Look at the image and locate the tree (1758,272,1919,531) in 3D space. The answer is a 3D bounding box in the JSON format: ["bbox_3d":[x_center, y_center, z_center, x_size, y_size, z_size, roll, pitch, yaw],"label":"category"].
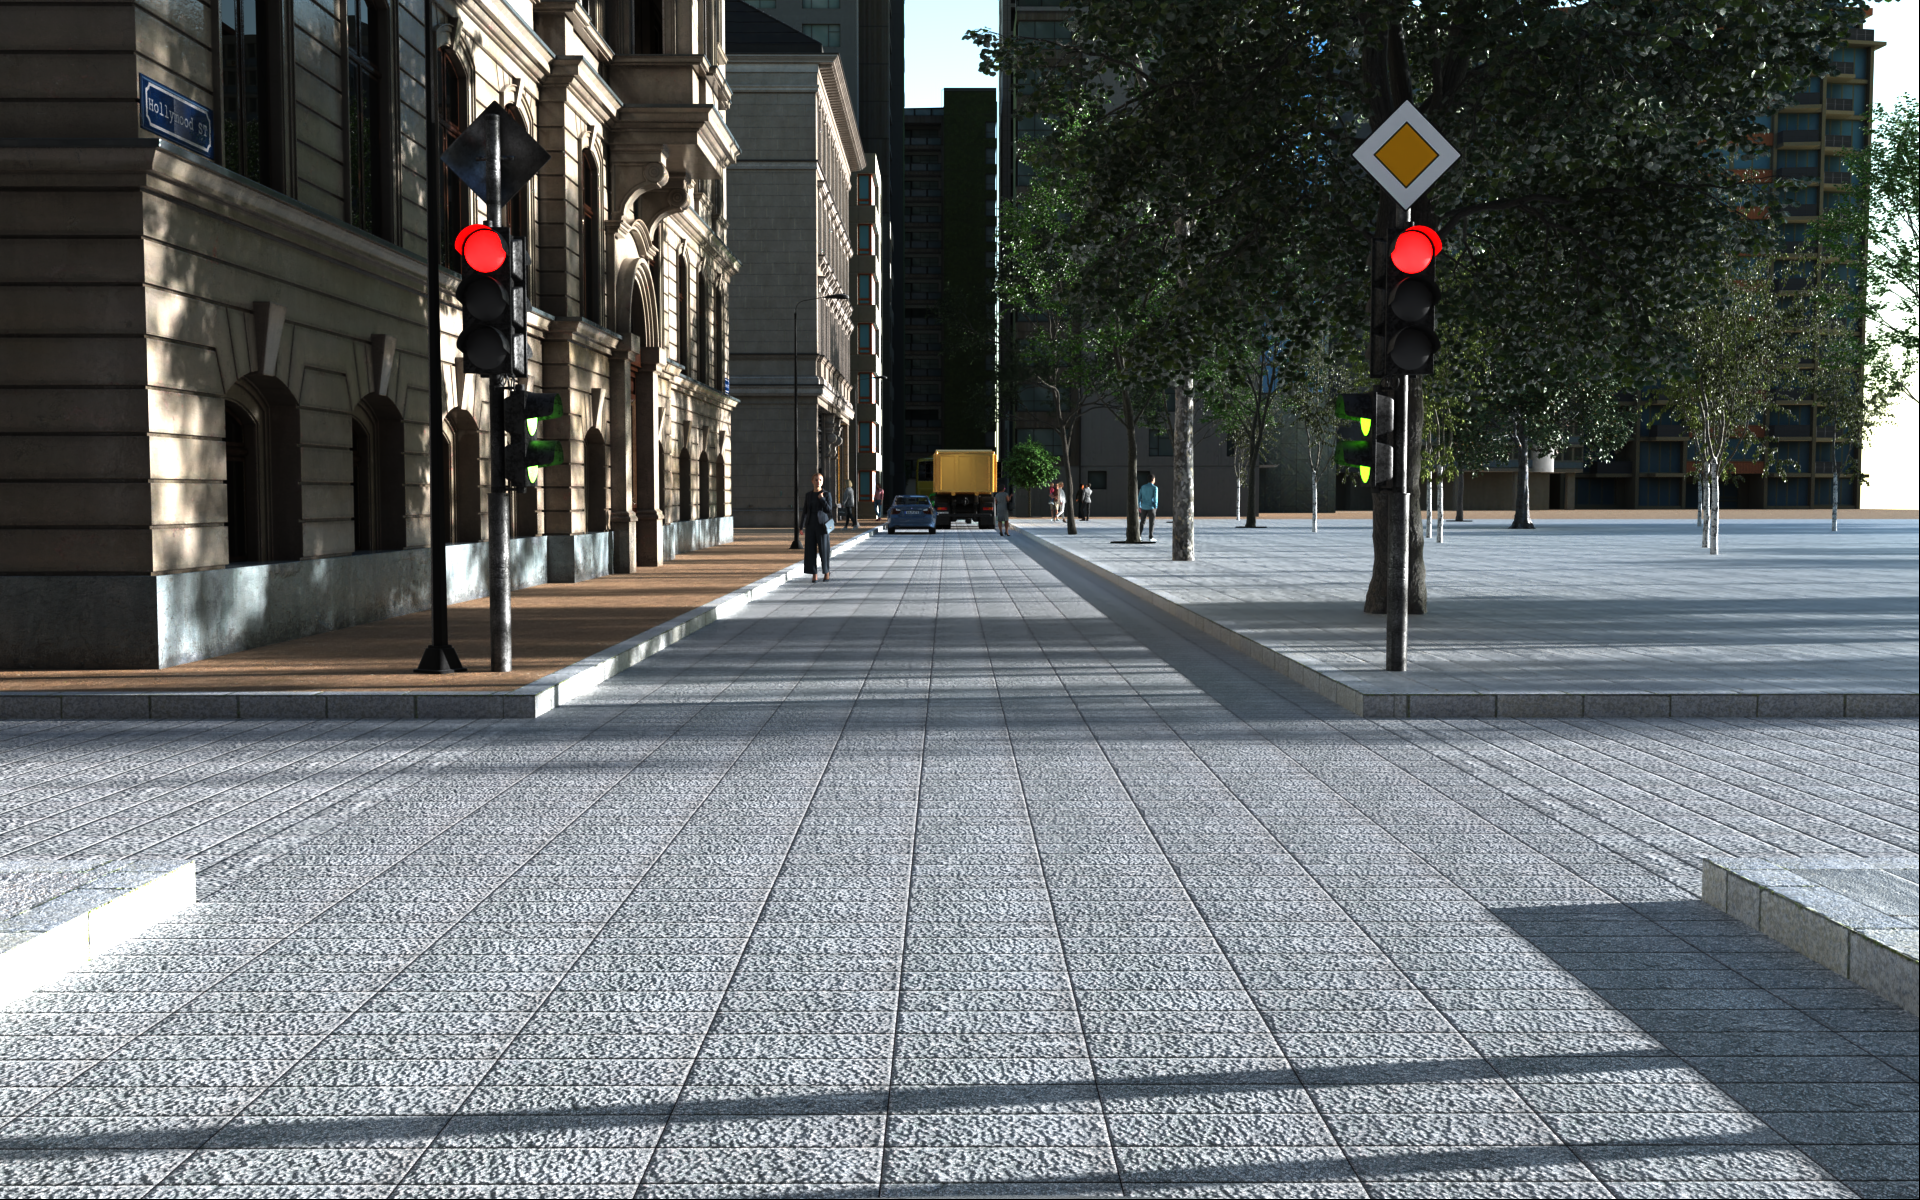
[{"bbox_3d":[30.498,-6.684,59.644,4.360,8.622,3.978,0,3,0],"label":"tree"}]

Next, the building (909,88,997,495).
[{"bbox_3d":[-3.329,-30.240,178.015,14.086,41.232,14.154,0,4,0],"label":"building"}]

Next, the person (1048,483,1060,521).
[{"bbox_3d":[4.508,-4.714,83.084,0.580,1.828,0.573,-2,4,-33],"label":"person"}]

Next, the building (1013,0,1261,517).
[{"bbox_3d":[10.135,-20.346,104.352,14.160,30.474,14.107,0,4,0],"label":"building"}]

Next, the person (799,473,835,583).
[{"bbox_3d":[-2.330,-1.177,28.171,0.576,1.772,0.534,0,4,-4],"label":"person"}]

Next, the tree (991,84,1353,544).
[{"bbox_3d":[4.367,-7.281,44.795,9.928,11.665,9.643,0,3,0],"label":"tree"}]

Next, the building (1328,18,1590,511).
[{"bbox_3d":[38.170,-27.852,147.265,23.993,40.220,32.217,0,4,0],"label":"building"}]

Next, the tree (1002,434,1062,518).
[{"bbox_3d":[3.743,-6.804,94.961,4.285,4.588,4.351,0,3,0],"label":"tree"}]

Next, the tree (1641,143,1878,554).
[{"bbox_3d":[16.057,-5.260,36.367,4.360,8.622,3.978,0,3,0],"label":"tree"}]

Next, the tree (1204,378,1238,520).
[{"bbox_3d":[13.926,-8.235,85.003,4.360,8.622,3.978,0,3,0],"label":"tree"}]

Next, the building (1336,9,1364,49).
[{"bbox_3d":[35.499,-45.374,180.123,20.611,71.187,20.563,0,4,0],"label":"building"}]

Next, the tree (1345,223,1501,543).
[{"bbox_3d":[12.452,-5.817,45.476,4.737,8.622,4.395,0,3,0],"label":"tree"}]

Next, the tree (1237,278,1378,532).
[{"bbox_3d":[12.022,-6.582,57.974,4.360,8.622,3.978,0,3,0],"label":"tree"}]

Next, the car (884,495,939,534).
[{"bbox_3d":[-1.757,-3.129,63.164,2.014,1.417,4.499,0,4,-2],"label":"car"}]

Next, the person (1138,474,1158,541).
[{"bbox_3d":[5.088,-2.516,47.197,0.660,1.820,0.620,2,4,33],"label":"person"}]

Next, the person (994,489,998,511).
[{"bbox_3d":[2.854,-7.636,131.624,0.721,1.736,1.217,2,4,26],"label":"person"}]

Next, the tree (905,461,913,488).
[{"bbox_3d":[-5.399,-9.589,140.493,4.285,4.588,4.351,0,3,0],"label":"tree"}]

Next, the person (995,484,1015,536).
[{"bbox_3d":[1.567,-3.075,59.135,0.716,1.782,0.532,2,4,27],"label":"person"}]

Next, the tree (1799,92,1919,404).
[{"bbox_3d":[25.749,-7.278,44.746,9.928,11.665,9.643,0,3,0],"label":"tree"}]

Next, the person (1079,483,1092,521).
[{"bbox_3d":[6.029,-4.696,83.000,0.592,1.802,0.473,-1,4,-19],"label":"person"}]

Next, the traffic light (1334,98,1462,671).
[{"bbox_3d":[3.156,-1.441,12.485,0.839,4.253,0.868,0,4,0],"label":"traffic light"}]

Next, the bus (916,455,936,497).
[{"bbox_3d":[-1.206,-7.110,107.798,2.896,3.916,12.252,0,4,1],"label":"bus"}]

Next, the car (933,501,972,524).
[{"bbox_3d":[-0.341,-4.683,85.363,1.959,1.807,4.718,0,4,-1],"label":"car"}]

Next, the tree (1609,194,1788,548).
[{"bbox_3d":[17.676,-5.561,41.284,4.737,8.622,4.395,0,3,0],"label":"tree"}]

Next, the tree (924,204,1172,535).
[{"bbox_3d":[3.341,-7.375,55.002,7.601,10.594,8.767,3,5,45],"label":"tree"}]

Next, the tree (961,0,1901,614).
[{"bbox_3d":[4.847,-6.833,18.380,9.857,13.997,8.962,0,3,0],"label":"tree"}]

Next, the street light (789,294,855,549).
[{"bbox_3d":[-3.276,-4.145,40.310,1.470,5.913,1.316,0,4,0],"label":"street light"}]

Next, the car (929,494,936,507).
[{"bbox_3d":[-1.012,-5.297,95.409,1.959,1.807,4.718,0,4,1],"label":"car"}]

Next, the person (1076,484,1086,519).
[{"bbox_3d":[6.373,-5.169,90.586,0.705,1.821,1.348,-2,4,-26],"label":"person"}]

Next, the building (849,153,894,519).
[{"bbox_3d":[-18.192,-15.744,102.454,27.650,21.520,28.899,0,4,0],"label":"building"}]

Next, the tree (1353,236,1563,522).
[{"bbox_3d":[23.512,-10.413,80.618,12.009,13.543,11.850,0,3,0],"label":"tree"}]

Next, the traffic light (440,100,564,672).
[{"bbox_3d":[-3.305,-1.438,12.427,0.839,4.253,0.868,0,4,0],"label":"traffic light"}]

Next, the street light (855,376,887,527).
[{"bbox_3d":[-3.566,-5.847,68.138,1.470,5.913,1.316,0,4,0],"label":"street light"}]

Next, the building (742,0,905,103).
[{"bbox_3d":[-11.108,-26.896,123.351,14.154,41.232,14.086,0,4,0],"label":"building"}]

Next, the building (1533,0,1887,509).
[{"bbox_3d":[64.563,-30.470,152.812,28.867,44.769,22.147,0,4,0],"label":"building"}]

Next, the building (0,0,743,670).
[{"bbox_3d":[-11.125,-12.825,28.780,14.460,24.649,34.723,0,4,0],"label":"building"}]

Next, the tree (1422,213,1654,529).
[{"bbox_3d":[20.860,-8.989,63.986,9.611,12.733,9.660,0,3,0],"label":"tree"}]

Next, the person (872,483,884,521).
[{"bbox_3d":[-3.886,-4.636,81.845,0.555,1.821,0.388,1,4,20],"label":"person"}]

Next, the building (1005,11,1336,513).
[{"bbox_3d":[14.967,-49.703,125.316,22.319,86.520,31.000,0,4,0],"label":"building"}]

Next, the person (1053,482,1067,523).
[{"bbox_3d":[4.485,-4.393,77.752,0.818,1.842,0.514,-2,4,-24],"label":"person"}]

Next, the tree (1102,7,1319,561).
[{"bbox_3d":[5.687,-10.790,32.309,12.611,20.169,13.585,0,3,0],"label":"tree"}]

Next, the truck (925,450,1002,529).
[{"bbox_3d":[0.180,-4.793,74.285,3.469,3.379,9.791,0,4,0],"label":"truck"}]

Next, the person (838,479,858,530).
[{"bbox_3d":[-3.941,-3.354,61.067,0.728,1.800,0.709,1,4,22],"label":"person"}]

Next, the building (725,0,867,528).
[{"bbox_3d":[-9.781,-13.184,66.475,10.553,20.767,40.483,0,4,0],"label":"building"}]

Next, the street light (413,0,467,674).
[{"bbox_3d":[-3.210,-2.433,12.318,1.470,5.913,1.316,0,4,0],"label":"street light"}]
